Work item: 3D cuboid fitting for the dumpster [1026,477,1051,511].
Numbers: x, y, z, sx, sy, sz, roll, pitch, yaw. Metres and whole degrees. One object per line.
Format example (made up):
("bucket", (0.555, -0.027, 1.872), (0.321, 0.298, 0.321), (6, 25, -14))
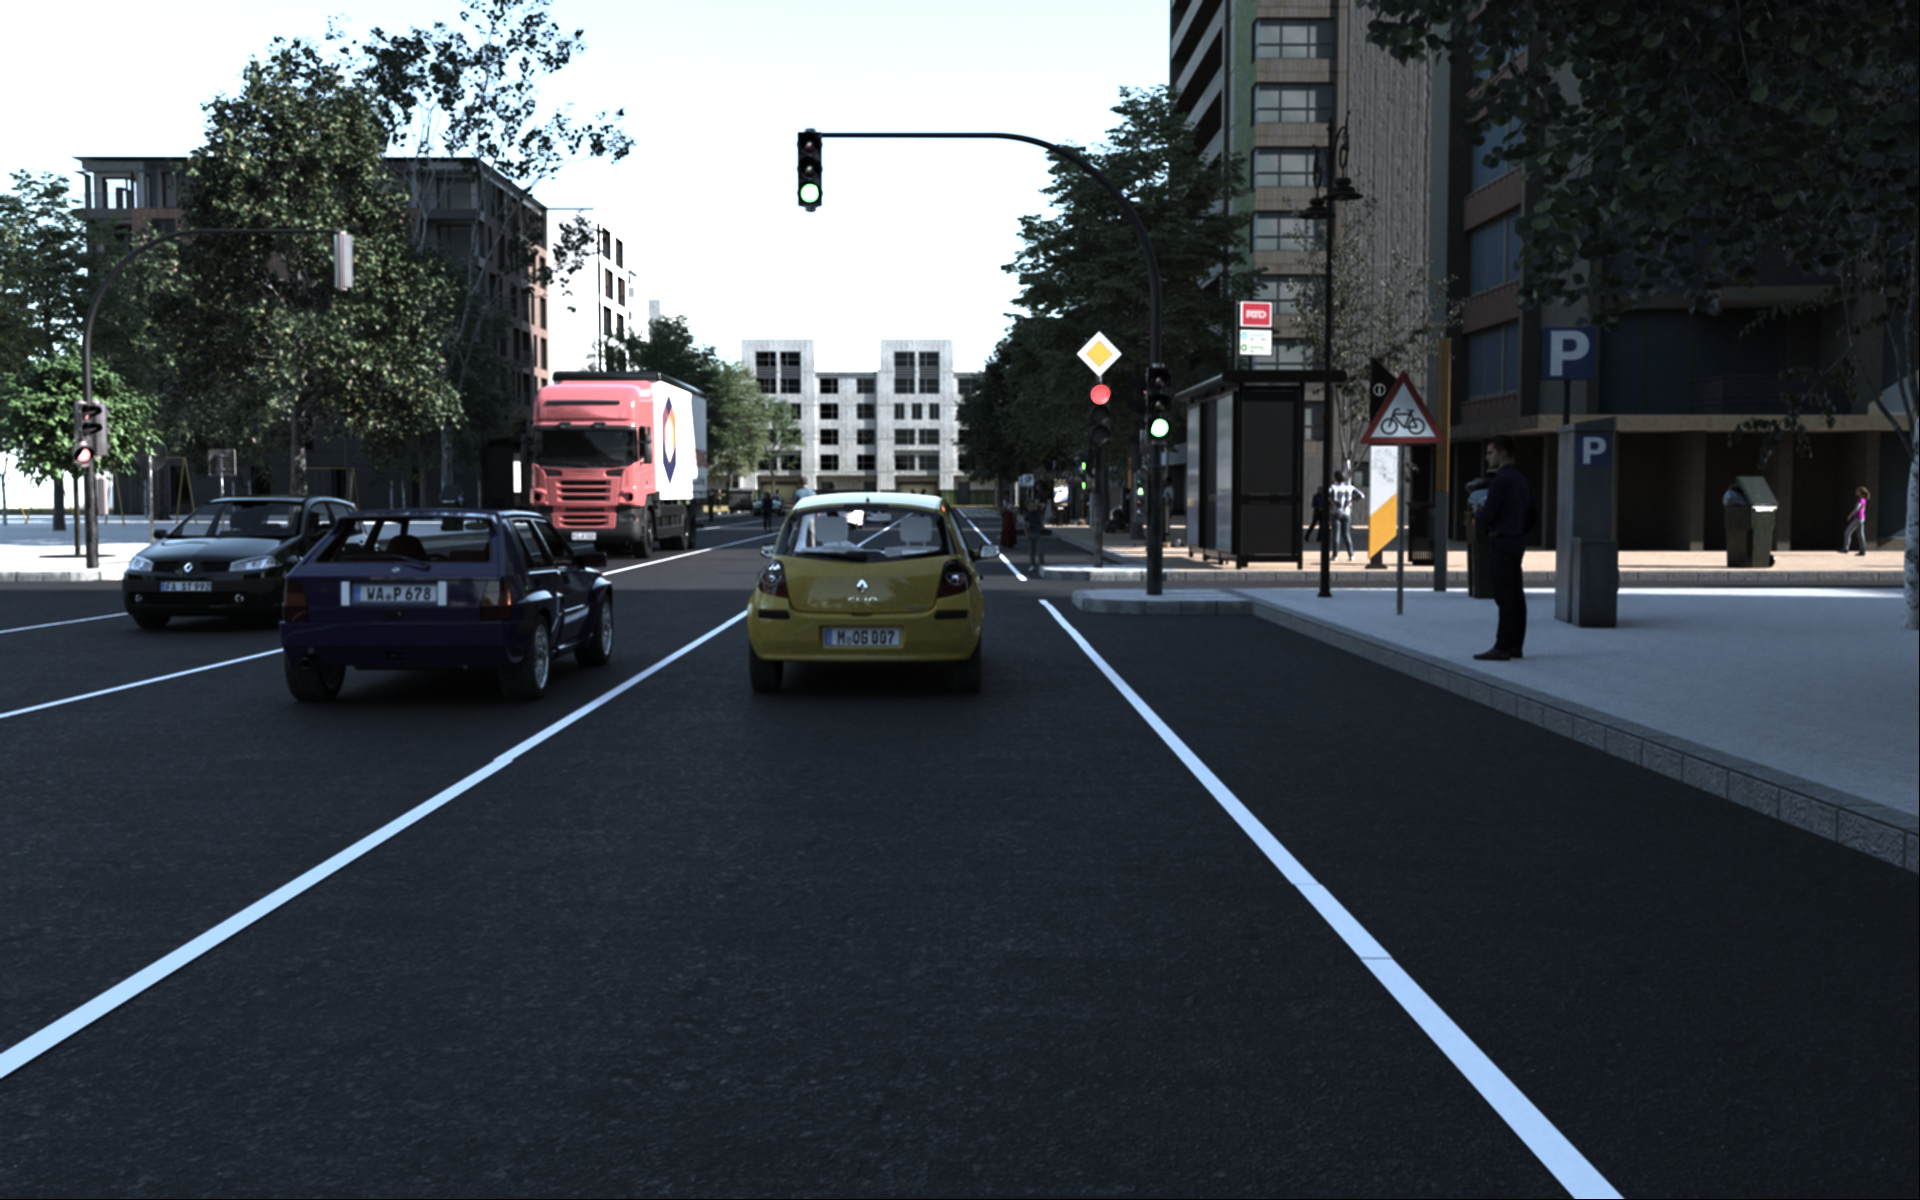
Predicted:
("dumpster", (4.498, -5.812, 97.516), (1.502, 2.255, 1.985), (0, 4, 0))

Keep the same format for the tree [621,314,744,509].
("tree", (-18.139, -11.657, 108.727), (7.486, 12.596, 7.792), (0, 3, 0))

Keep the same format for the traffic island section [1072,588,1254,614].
("traffic island section", (2.492, 0.012, 22.092), (2.009, 0.180, 2.903), (0, 4, -1))

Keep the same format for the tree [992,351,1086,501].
("tree", (3.871, -8.722, 92.969), (4.737, 8.622, 4.395), (0, 3, 0))

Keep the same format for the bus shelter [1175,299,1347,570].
("bus shelter", (5.446, -3.417, 33.497), (2.179, 5.291, 8.768), (0, 4, -1))

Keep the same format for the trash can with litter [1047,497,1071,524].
("trash can with litter", (4.294, -3.911, 75.324), (1.055, 1.170, 0.624), (1, 4, 18))

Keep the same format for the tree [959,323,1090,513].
("tree", (4.313, -12.207, 116.592), (9.611, 12.733, 9.660), (0, 3, 0))

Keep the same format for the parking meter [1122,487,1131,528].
("parking meter", (5.837, -3.169, 60.230), (0.372, 1.533, 0.369), (0, 3, 0))

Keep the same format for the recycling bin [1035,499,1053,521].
("recycling bin", (4.076, -4.370, 84.006), (0.722, 1.027, 0.722), (-1, 4, -9))

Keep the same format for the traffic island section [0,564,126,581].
("traffic island section", (-15.003, -0.467, 29.920), (2.009, 0.180, 2.903), (0, 4, -1))

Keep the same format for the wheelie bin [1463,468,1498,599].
("wheelie bin", (6.581, -0.824, 21.379), (0.693, 1.594, 0.980), (0, 4, 6))

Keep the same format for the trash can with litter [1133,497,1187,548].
("trash can with litter", (5.071, -1.923, 42.493), (1.678, 1.210, 2.233), (0, 4, 2))

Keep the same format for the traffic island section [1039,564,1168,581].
("traffic island section", (2.418, -0.477, 30.077), (2.009, 0.180, 2.903), (0, 4, -1))

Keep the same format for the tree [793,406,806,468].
("tree", (-19.140, -15.328, 176.369), (9.928, 11.665, 9.643), (0, 3, 0))

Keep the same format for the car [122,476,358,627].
("car", (-7.990, -0.616, 19.863), (2.009, 1.686, 4.222), (0, 4, -1))

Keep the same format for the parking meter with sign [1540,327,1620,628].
("parking meter with sign", (6.249, -1.291, 17.362), (0.543, 3.016, 1.738), (0, 4, 7))

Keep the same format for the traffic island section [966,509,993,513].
("traffic island section", (1.469, -6.668, 131.893), (1.991, 0.108, 1.994), (0, 4, -1))

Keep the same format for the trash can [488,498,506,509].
("trash can", (-17.861, -3.377, 66.868), (0.748, 1.137, 0.748), (0, 3, 0))

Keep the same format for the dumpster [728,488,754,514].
("dumpster", (-15.766, -7.138, 124.918), (1.865, 1.857, 1.264), (0, 4, -1))

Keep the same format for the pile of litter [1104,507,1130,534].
("pile of litter", (5.449, -2.634, 57.025), (1.719, 0.858, 1.176), (-3, 4, -36))

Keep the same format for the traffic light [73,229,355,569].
("traffic light", (-12.872, -3.374, 29.840), (4.771, 5.953, 1.251), (0, 4, -1))

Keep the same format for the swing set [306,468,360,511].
("swing set", (-37.352, -6.442, 102.953), (3.119, 2.851, 2.862), (0, 4, -7))

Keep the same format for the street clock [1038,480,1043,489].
("street clock", (4.094, -5.098, 87.920), (0.358, 2.002, 0.471), (0, 4, 3))

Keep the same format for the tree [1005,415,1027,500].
("tree", (3.931, -11.119, 132.162), (4.360, 8.622, 3.978), (0, 3, 0))

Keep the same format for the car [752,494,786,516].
("car", (-12.558, -6.266, 114.247), (2.131, 1.459, 4.920), (0, 4, -1))

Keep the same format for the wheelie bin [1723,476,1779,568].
("wheelie bin", (13.754, -1.366, 30.243), (0.980, 1.594, 0.693), (-1, 4, -23))

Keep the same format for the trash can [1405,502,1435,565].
("trash can", (8.412, -1.201, 31.286), (0.748, 1.137, 0.748), (0, 3, 0))

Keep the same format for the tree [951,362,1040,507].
("tree", (3.926, -15.849, 165.792), (9.857, 13.997, 8.962), (0, 3, 0))

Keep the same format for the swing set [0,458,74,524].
("swing set", (-40.982, -4.801, 76.113), (3.119, 2.851, 2.862), (1, 4, 18))

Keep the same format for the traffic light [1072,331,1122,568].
("traffic light", (2.378, -2.510, 29.963), (0.839, 4.253, 0.868), (0, 4, -1))

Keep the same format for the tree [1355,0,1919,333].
("tree", (5.705, -6.211, 8.202), (9.857, 13.997, 8.962), (0, 3, 0))

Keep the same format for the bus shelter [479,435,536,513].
("bus shelter", (-18.417, -4.962, 72.418), (1.731, 3.624, 6.357), (0, 4, 0))

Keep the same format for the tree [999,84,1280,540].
("tree", (4.974, -7.952, 48.146), (7.486, 12.596, 7.792), (0, 3, 0))

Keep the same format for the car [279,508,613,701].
("car", (-3.792, -0.048, 13.362), (1.945, 1.354, 3.894), (0, 4, -1))

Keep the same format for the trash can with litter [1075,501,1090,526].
("trash can with litter", (5.211, -3.594, 70.142), (1.055, 1.170, 0.624), (-1, 4, -18))

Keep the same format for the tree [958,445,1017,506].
("tree", (3.781, -15.145, 182.039), (8.767, 10.594, 7.601), (-2, 4, -25))

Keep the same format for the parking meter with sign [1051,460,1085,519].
("parking meter with sign", (5.507, -5.619, 88.125), (1.738, 3.016, 0.543), (2, 4, 30))

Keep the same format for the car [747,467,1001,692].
("car", (-0.670, -0.229, 13.973), (2.015, 1.641, 3.980), (0, 4, 0))

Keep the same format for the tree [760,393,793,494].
("tree", (-18.149, -11.766, 118.132), (9.928, 11.665, 9.643), (0, 3, 0))

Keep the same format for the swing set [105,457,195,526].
("swing set", (-33.795, -4.582, 72.540), (3.119, 2.851, 2.862), (-3, 5, -40))

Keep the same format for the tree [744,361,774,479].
("tree", (-18.874, -13.870, 144.899), (7.486, 12.596, 7.792), (0, 3, 0))

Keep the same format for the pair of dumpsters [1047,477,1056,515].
("pair of dumpsters", (5.481, -6.135, 102.801), (1.574, 2.255, 4.437), (0, 4, -1))

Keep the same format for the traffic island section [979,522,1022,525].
("traffic island section", (1.919, -3.631, 82.238), (1.991, 0.108, 1.994), (0, 4, -1))

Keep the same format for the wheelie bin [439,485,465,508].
("wheelie bin", (-17.635, -3.196, 60.158), (0.980, 1.594, 0.693), (1, 4, 12))

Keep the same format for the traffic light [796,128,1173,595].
("traffic light", (0.361, -2.884, 21.817), (4.771, 5.953, 1.251), (0, 4, -1))
